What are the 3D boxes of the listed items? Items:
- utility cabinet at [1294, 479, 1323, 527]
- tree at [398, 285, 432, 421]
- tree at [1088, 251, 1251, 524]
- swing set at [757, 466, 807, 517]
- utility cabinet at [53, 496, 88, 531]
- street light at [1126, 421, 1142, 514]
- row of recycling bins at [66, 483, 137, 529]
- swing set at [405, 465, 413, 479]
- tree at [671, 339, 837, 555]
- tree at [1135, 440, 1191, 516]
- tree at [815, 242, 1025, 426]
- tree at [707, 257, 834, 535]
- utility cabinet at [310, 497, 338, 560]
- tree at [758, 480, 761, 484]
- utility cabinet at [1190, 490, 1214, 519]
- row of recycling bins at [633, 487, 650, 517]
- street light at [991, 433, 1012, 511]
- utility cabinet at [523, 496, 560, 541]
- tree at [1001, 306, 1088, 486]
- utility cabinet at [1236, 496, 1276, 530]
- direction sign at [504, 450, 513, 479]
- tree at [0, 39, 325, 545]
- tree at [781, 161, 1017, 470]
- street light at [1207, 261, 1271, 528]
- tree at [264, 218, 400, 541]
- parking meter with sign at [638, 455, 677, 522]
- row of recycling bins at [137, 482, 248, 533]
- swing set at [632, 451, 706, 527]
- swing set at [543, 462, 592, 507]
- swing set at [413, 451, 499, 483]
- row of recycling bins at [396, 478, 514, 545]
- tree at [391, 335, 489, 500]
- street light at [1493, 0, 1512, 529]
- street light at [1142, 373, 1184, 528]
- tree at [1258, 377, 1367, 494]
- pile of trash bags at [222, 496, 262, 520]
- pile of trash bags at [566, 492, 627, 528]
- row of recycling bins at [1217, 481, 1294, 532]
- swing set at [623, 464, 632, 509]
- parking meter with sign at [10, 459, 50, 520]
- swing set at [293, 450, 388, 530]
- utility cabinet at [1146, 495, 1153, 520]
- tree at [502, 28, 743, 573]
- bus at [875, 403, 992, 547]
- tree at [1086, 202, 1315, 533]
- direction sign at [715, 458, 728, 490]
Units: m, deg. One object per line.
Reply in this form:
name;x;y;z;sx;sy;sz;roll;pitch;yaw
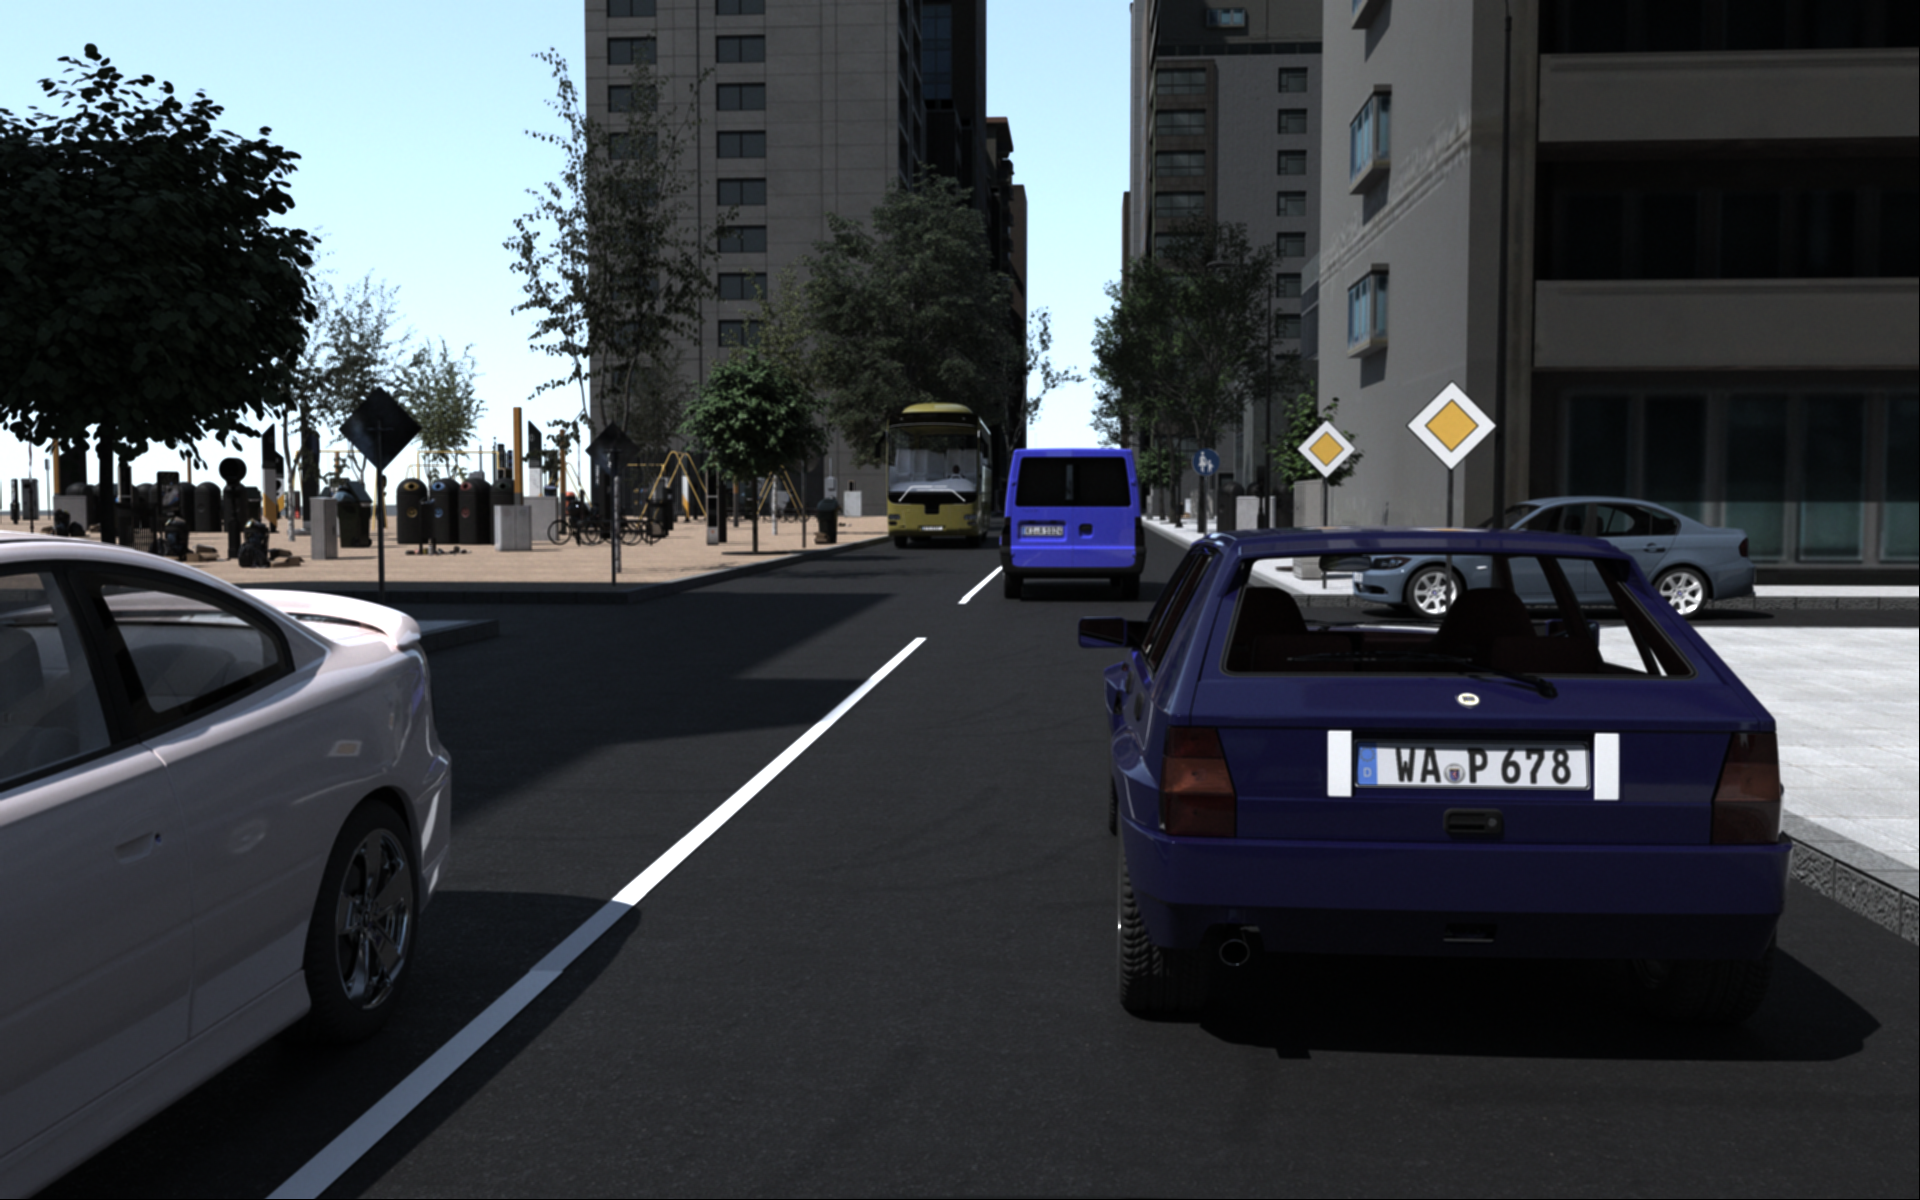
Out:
utility cabinet;5.286;-1.084;26.406;0.318;1.500;1.173;0;4;4
tree;-19.728;-6.535;57.210;4.360;8.622;3.978;0;3;0
tree;9.122;-9.124;74.932;9.928;11.665;9.643;0;3;0
swing set;-10.038;-6.005;95.808;2.862;2.851;3.119;-1;4;-12
utility cabinet;-30.671;-2.970;59.715;1.020;1.237;0.306;-1;4;-23
street light;10.231;-7.693;98.328;1.470;5.913;1.316;0;4;4
row of recycling bins;-31.217;-3.480;64.003;1.069;1.692;3.534;2;4;30
swing set;-28.185;-5.845;93.192;2.862;2.851;3.119;3;5;42
tree;-4.460;-3.258;36.983;4.285;4.588;4.351;0;3;0
tree;12.035;-7.303;103.125;4.285;4.588;4.351;0;3;0
tree;-1.837;-10.446;81.158;12.009;13.543;11.850;0;3;0
tree;-5.864;-6.353;54.230;4.737;8.622;4.395;0;3;0
utility cabinet;-12.578;-1.414;34.278;0.306;1.237;1.020;0;4;-7
tree;-11.192;-8.558;90.290;4.360;8.622;3.978;0;3;0
utility cabinet;12.345;-4.866;88.236;1.173;1.500;0.318;2;4;24
row of recycling bins;-17.562;-5.543;97.740;1.069;1.692;3.534;-2;4;-27
street light;3.030;-9.704;131.198;1.470;5.913;1.316;0;4;4
utility cabinet;-11.480;-2.210;47.298;1.020;1.237;0.306;0;4;1
tree;6.209;-19.451;173.914;12.611;20.169;13.585;0;3;0
utility cabinet;8.003;-2.184;46.875;1.020;1.237;0.306;2;4;24
direction sign;-23.344;-5.948;89.241;0.876;3.537;0.379;2;4;33
tree;-6.250;-1.778;12.780;4.285;4.588;4.351;0;3;0
tree;-2.222;-9.886;68.286;9.857;13.997;8.962;0;3;0
street light;5.630;-3.803;34.714;1.470;5.913;1.316;0;4;4
tree;-17.924;-5.901;46.850;4.360;8.622;3.978;0;3;0
parking meter with sign;-13.654;-5.014;78.233;1.738;3.016;0.543;-1;4;-10
row of recycling bins;-25.655;-3.132;58.328;3.534;1.692;1.069;1;4;9
swing set;-10.474;-4.116;64.909;2.862;2.851;3.119;0;4;0
swing set;-19.224;-5.298;84.249;2.862;2.851;3.119;0;4;-6
swing set;-18.235;-4.027;63.457;3.119;2.851;2.862;-1;4;-16
row of recycling bins;-12.786;-2.270;44.231;3.534;1.692;1.069;1;4;16
tree;-23.528;-7.895;79.441;4.737;8.622;4.395;0;3;0
street light;4.273;-2.621;15.396;1.470;5.913;1.316;0;4;4
street light;7.858;-5.733;66.272;1.470;5.913;1.316;0;4;4
tree;5.796;-2.090;28.770;1.663;3.219;1.824;0;3;0
pile of trash bags;-36.563;-4.676;86.198;3.447;1.369;1.912;-2;4;-29
pile of trash bags;-14.413;-3.508;67.112;1.912;1.369;3.447;-3;5;-44
row of recycling bins;9.995;-2.965;55.592;3.534;1.692;1.069;-1;4;-13
swing set;-16.883;-5.736;91.407;3.119;2.851;2.862;1;4;8
parking meter with sign;-45.808;-5.446;85.298;1.738;3.016;0.543;-1;4;-14
swing set;-22.258;-3.962;62.392;3.119;2.851;2.862;-1;4;-9
utility cabinet;9.431;-4.587;86.153;0.306;1.237;1.020;1;4;8
tree;-5.606;-4.757;28.147;4.360;8.622;3.978;0;3;0
bus;-0.477;-3.595;50.329;2.896;3.916;12.252;0;4;2
tree;7.710;-7.468;56.515;8.767;10.594;7.601;3;5;41
direction sign;-13.179;-6.319;95.319;0.876;3.537;0.379;0;4;5
